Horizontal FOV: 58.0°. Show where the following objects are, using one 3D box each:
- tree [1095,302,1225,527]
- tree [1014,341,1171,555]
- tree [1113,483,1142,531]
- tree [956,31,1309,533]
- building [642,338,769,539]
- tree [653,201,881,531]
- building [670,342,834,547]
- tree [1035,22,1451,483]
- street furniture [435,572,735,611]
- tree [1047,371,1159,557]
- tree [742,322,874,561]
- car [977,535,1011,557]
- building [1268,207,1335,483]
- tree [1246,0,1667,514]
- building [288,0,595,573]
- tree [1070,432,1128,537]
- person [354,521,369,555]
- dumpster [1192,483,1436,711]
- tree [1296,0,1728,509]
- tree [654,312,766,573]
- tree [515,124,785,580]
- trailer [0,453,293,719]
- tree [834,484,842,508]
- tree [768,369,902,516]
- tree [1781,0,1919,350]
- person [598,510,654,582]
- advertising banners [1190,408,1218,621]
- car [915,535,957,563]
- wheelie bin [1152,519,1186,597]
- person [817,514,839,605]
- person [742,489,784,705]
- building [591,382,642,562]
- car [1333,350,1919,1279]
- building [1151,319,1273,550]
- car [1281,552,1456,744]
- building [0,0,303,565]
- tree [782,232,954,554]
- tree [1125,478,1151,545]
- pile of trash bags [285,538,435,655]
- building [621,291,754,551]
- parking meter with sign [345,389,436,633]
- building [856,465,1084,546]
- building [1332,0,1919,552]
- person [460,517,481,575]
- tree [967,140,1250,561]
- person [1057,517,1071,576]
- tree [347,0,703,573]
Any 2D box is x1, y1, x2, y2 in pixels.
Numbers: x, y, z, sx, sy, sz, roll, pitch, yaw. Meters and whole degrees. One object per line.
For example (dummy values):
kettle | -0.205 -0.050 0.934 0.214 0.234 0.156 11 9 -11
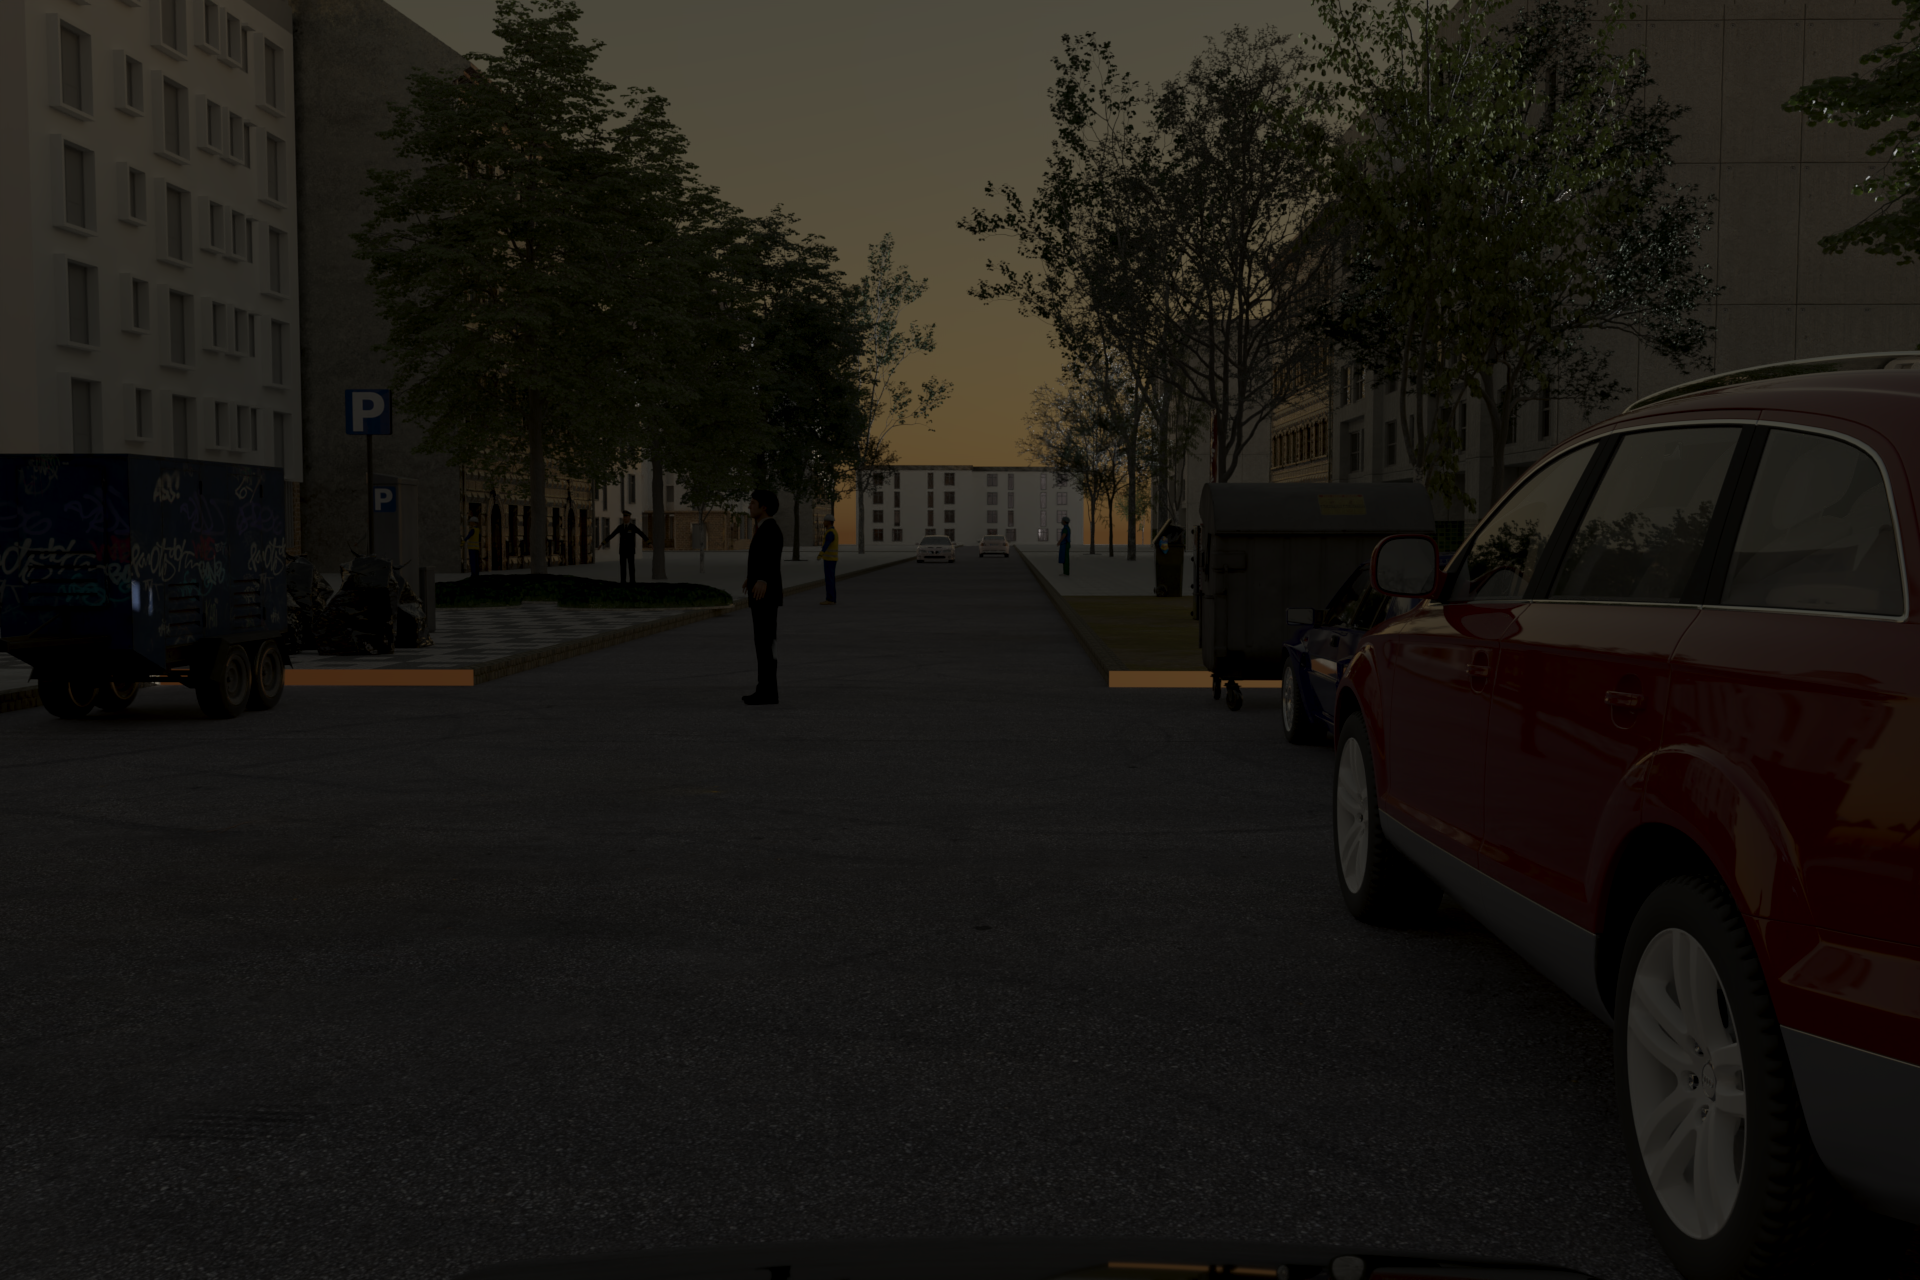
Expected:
tree | 6.920 -6.352 54.218 4.360 8.622 3.978 0 3 0
tree | 8.377 -12.101 108.218 12.009 13.543 11.850 0 3 0
tree | 20.886 -16.066 213.046 4.737 8.622 4.395 0 3 0
tree | 6.545 -12.906 66.901 12.611 20.169 13.585 0 3 0
building | -24.760 -18.834 164.355 16.016 20.090 11.380 0 4 1
tree | -7.650 -9.715 65.491 9.857 13.997 8.962 0 3 0
building | -23.973 -21.795 187.272 19.493 23.208 18.063 0 4 2
tree | 6.461 -8.027 41.610 12.009 13.543 11.850 0 3 0
street furniture | -8.388 -1.056 32.892 5.734 0.657 10.072 -2 4 -27
tree | 8.236 -9.960 97.266 7.601 10.594 8.767 -2 4 -30
tree | -7.663 -9.557 82.020 9.928 11.665 9.643 0 3 0
car | 2.106 -5.808 107.327 2.083 1.381 4.827 0 4 1
building | 26.765 -15.811 89.434 19.493 23.208 18.063 0 4 1
tree | 5.381 -4.212 19.222 4.737 8.622 4.395 0 3 0
building | -25.184 -14.314 64.966 19.493 23.208 18.063 0 4 1
tree | 8.940 -10.301 118.778 4.360 8.622 3.978 0 3 0
person | -17.644 -2.794 51.874 1.347 1.806 0.705 2 4 35
dumpster | 2.925 -0.382 14.456 1.865 1.857 1.264 0 4 1
tree | 9.266 -5.775 28.840 7.601 10.594 8.767 -1 4 -15
tree | -8.391 -6.477 56.260 4.737 8.622 4.395 0 3 0
tree | -8.941 -7.983 48.641 7.486 12.596 7.792 0 3 0
trailer | -6.340 -0.367 13.042 1.471 1.999 3.904 0 4 1
tree | -16.265 -16.043 212.668 4.360 8.622 3.978 0 3 0
tree | -6.617 -9.682 92.716 7.601 10.594 8.767 -1 4 -21
tree | 12.190 -6.033 16.771 7.486 12.596 7.792 0 3 0
person | -7.783 -2.111 40.445 1.347 1.837 0.705 1 4 8
advertising banners | 3.533 -1.767 25.075 0.090 3.025 2.074 0 4 0
car | -1.201 -4.588 87.374 2.083 1.381 4.827 0 4 1
wheelie bin | 4.290 -1.687 35.487 0.693 1.594 0.980 0 4 2
person | -2.672 -1.633 35.127 0.705 1.833 1.349 0 4 6
person | -1.685 -0.369 14.678 0.705 1.806 1.347 -1 4 -11
building | -20.960 -9.046 90.047 9.099 9.664 28.070 0 4 1
car | 2.411 0.239 4.760 2.281 1.827 5.304 0 4 1
building | 26.489 -17.412 151.137 16.747 18.905 31.486 0 4 1
car | 3.063 0.118 10.655 1.945 1.354 3.894 0 4 1
building | -26.316 -11.368 42.294 16.016 20.090 11.380 0 4 1
tree | -6.450 -15.590 110.778 12.611 20.169 13.585 0 3 0
tree | 21.791 -15.781 208.385 4.737 8.622 4.395 0 3 0
pile of trash bags | -6.974 -0.527 18.363 1.912 1.369 3.447 0 4 3
building | -23.000 -17.096 135.940 16.016 20.090 11.380 0 4 1
parking meter with sign | -7.084 -1.558 21.734 0.543 3.016 1.738 0 4 2
building | 1.211 -16.336 211.694 28.070 9.664 9.099 0 4 -3
building | 24.972 -11.996 62.598 16.747 18.905 31.486 0 4 1
person | -13.820 -2.599 48.953 0.721 1.772 1.216 1 4 8
tree | 7.192 -13.954 84.037 12.611 20.169 13.585 0 3 0
person | 3.187 -2.854 52.783 0.704 1.817 1.347 1 4 15
tree | -9.164 -7.268 36.961 7.486 12.596 7.792 0 3 0
